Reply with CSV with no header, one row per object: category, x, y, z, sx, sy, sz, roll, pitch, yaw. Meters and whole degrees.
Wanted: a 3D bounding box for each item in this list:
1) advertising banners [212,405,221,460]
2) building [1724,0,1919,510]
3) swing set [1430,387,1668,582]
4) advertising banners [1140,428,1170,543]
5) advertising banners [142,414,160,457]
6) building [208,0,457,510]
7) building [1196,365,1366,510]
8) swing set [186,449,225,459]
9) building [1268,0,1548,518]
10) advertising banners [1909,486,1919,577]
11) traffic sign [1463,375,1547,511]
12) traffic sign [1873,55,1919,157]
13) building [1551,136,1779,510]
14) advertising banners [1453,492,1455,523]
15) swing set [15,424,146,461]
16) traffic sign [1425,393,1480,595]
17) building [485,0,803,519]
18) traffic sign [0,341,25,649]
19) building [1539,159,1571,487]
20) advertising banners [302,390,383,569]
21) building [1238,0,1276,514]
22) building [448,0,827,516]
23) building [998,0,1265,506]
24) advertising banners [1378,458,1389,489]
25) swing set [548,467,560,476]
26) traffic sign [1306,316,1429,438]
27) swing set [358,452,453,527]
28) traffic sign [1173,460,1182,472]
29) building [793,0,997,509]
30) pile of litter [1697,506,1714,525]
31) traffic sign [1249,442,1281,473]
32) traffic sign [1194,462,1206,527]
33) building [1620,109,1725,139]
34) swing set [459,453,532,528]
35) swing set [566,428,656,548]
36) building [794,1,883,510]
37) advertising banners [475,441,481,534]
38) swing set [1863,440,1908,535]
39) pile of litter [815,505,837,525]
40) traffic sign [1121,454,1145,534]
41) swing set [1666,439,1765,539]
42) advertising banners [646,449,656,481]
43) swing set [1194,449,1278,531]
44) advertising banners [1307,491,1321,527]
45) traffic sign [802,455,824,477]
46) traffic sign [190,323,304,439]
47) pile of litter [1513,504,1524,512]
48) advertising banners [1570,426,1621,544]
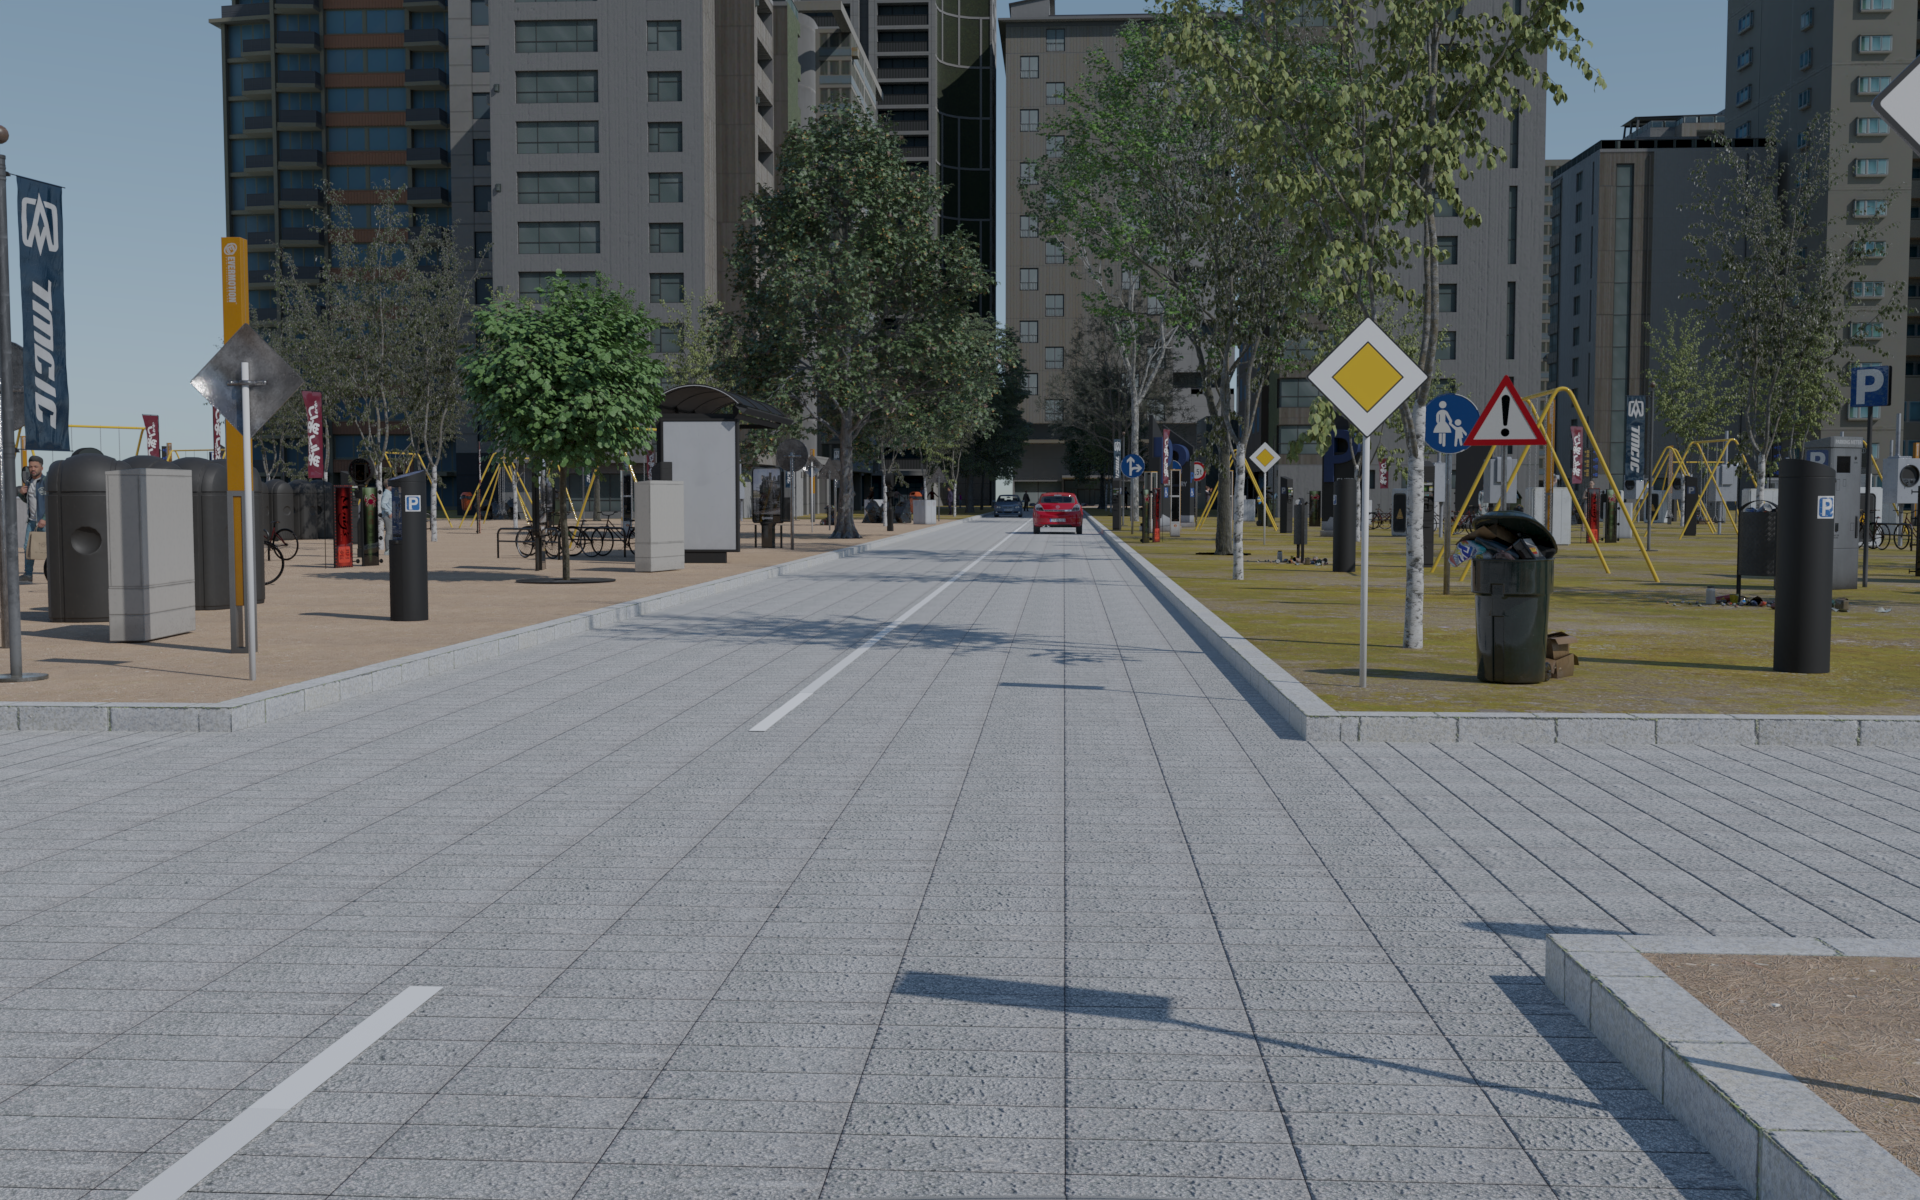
advertising banners,-12.905,-2.045,29.618,0.090,3.025,2.074,0,4,-6
building,75.785,-31.497,138.679,21.600,48.544,21.300,0,4,3
swing set,8.953,-1.786,26.821,2.862,2.851,3.119,0,4,7
advertising banners,5.184,-3.034,45.788,0.090,3.025,2.074,2,4,27
advertising banners,-17.601,-2.611,38.879,0.090,3.025,2.074,1,4,14
building,-44.931,-29.998,145.091,28.867,44.769,22.147,0,4,3
building,31.153,-50.292,134.940,22.319,86.520,31.000,0,4,3
swing set,-26.646,-3.856,60.671,3.119,2.851,2.862,2,4,28
building,24.637,-20.035,99.276,14.160,30.474,14.107,0,4,3
advertising banners,15.743,-1.854,26.506,2.074,3.025,0.090,1,4,21
traffic sign,5.964,-1.162,19.005,0.884,2.594,0.081,1,4,9
traffic sign,2.214,-0.076,3.440,0.795,2.593,0.064,0,4,3
building,57.721,-22.755,143.744,14.107,30.474,14.160,0,4,3
advertising banners,21.126,-4.596,71.331,0.090,3.025,2.074,-2,4,-28
swing set,-19.897,-2.547,39.270,2.862,2.851,3.119,2,4,34
traffic sign,6.201,-1.339,22.000,0.768,2.556,0.104,0,4,6
building,-16.667,-19.759,94.767,14.160,30.474,14.107,0,4,3
traffic sign,-7.927,-0.870,14.326,0.768,2.556,0.104,1,4,13
building,58.953,-30.555,191.448,23.993,40.220,32.217,0,4,3
advertising banners,-10.725,-2.074,30.097,0.090,3.025,2.074,1,4,18
building,25.992,-28.315,113.057,14.600,45.320,14.200,0,4,3
building,-19.304,-41.149,111.040,20.563,71.187,20.611,0,4,3
building,18.436,-36.859,191.884,27.495,52.752,28.713,0,4,3
advertising banners,21.389,-5.392,84.351,2.074,3.025,0.090,1,4,11
swing set,-18.626,-4.716,74.730,2.862,2.851,3.119,2,4,34
traffic sign,2.693,-0.564,11.411,0.795,2.593,0.064,0,4,3
swing set,-21.123,-4.132,65.180,2.862,2.851,3.119,0,4,8
traffic sign,7.925,-3.965,64.936,0.768,2.556,0.104,1,4,12
building,-6.666,-45.907,188.835,20.611,71.187,20.563,0,4,3
pile of litter,31.291,-3.620,73.155,1.719,0.858,1.176,0,3,0
traffic sign,7.699,-2.686,43.653,0.795,2.593,0.064,1,4,11
traffic sign,9.279,-4.153,68.009,0.768,2.556,0.104,1,4,9
building,77.410,-30.432,181.155,14.086,41.232,14.154,0,4,3
swing set,-17.656,-4.230,66.786,2.862,2.851,3.119,0,4,-7
swing set,-7.249,-2.680,41.445,2.862,2.851,3.119,2,4,30
building,-18.873,-27.300,138.229,23.993,40.220,32.217,0,4,3
advertising banners,-15.704,-3.689,56.504,0.090,3.025,2.074,-1,4,-12
swing set,26.255,-3.299,51.564,2.862,2.851,3.119,1,4,10
pile of litter,-5.276,-3.508,71.321,1.719,0.858,1.176,1,4,23
traffic sign,5.490,-3.363,55.092,0.768,2.556,0.104,1,4,9
swing set,21.802,-3.212,50.138,2.862,2.851,3.119,0,4,2
advertising banners,-11.170,-4.253,65.718,2.074,3.025,0.090,3,4,36
swing set,9.947,-3.943,62.096,2.862,2.851,3.119,1,4,11
advertising banners,14.652,-4.382,67.835,2.074,3.025,0.090,1,4,14
traffic sign,-4.927,-3.533,57.505,0.795,2.593,0.064,0,4,7
traffic sign,-4.887,-0.593,11.884,0.795,2.593,0.064,0,4,3
pile of litter,23.401,-3.632,73.348,1.719,0.858,1.176,-2,4,-29
advertising banners,16.462,-2.981,44.933,2.074,3.025,0.090,-2,4,-33
